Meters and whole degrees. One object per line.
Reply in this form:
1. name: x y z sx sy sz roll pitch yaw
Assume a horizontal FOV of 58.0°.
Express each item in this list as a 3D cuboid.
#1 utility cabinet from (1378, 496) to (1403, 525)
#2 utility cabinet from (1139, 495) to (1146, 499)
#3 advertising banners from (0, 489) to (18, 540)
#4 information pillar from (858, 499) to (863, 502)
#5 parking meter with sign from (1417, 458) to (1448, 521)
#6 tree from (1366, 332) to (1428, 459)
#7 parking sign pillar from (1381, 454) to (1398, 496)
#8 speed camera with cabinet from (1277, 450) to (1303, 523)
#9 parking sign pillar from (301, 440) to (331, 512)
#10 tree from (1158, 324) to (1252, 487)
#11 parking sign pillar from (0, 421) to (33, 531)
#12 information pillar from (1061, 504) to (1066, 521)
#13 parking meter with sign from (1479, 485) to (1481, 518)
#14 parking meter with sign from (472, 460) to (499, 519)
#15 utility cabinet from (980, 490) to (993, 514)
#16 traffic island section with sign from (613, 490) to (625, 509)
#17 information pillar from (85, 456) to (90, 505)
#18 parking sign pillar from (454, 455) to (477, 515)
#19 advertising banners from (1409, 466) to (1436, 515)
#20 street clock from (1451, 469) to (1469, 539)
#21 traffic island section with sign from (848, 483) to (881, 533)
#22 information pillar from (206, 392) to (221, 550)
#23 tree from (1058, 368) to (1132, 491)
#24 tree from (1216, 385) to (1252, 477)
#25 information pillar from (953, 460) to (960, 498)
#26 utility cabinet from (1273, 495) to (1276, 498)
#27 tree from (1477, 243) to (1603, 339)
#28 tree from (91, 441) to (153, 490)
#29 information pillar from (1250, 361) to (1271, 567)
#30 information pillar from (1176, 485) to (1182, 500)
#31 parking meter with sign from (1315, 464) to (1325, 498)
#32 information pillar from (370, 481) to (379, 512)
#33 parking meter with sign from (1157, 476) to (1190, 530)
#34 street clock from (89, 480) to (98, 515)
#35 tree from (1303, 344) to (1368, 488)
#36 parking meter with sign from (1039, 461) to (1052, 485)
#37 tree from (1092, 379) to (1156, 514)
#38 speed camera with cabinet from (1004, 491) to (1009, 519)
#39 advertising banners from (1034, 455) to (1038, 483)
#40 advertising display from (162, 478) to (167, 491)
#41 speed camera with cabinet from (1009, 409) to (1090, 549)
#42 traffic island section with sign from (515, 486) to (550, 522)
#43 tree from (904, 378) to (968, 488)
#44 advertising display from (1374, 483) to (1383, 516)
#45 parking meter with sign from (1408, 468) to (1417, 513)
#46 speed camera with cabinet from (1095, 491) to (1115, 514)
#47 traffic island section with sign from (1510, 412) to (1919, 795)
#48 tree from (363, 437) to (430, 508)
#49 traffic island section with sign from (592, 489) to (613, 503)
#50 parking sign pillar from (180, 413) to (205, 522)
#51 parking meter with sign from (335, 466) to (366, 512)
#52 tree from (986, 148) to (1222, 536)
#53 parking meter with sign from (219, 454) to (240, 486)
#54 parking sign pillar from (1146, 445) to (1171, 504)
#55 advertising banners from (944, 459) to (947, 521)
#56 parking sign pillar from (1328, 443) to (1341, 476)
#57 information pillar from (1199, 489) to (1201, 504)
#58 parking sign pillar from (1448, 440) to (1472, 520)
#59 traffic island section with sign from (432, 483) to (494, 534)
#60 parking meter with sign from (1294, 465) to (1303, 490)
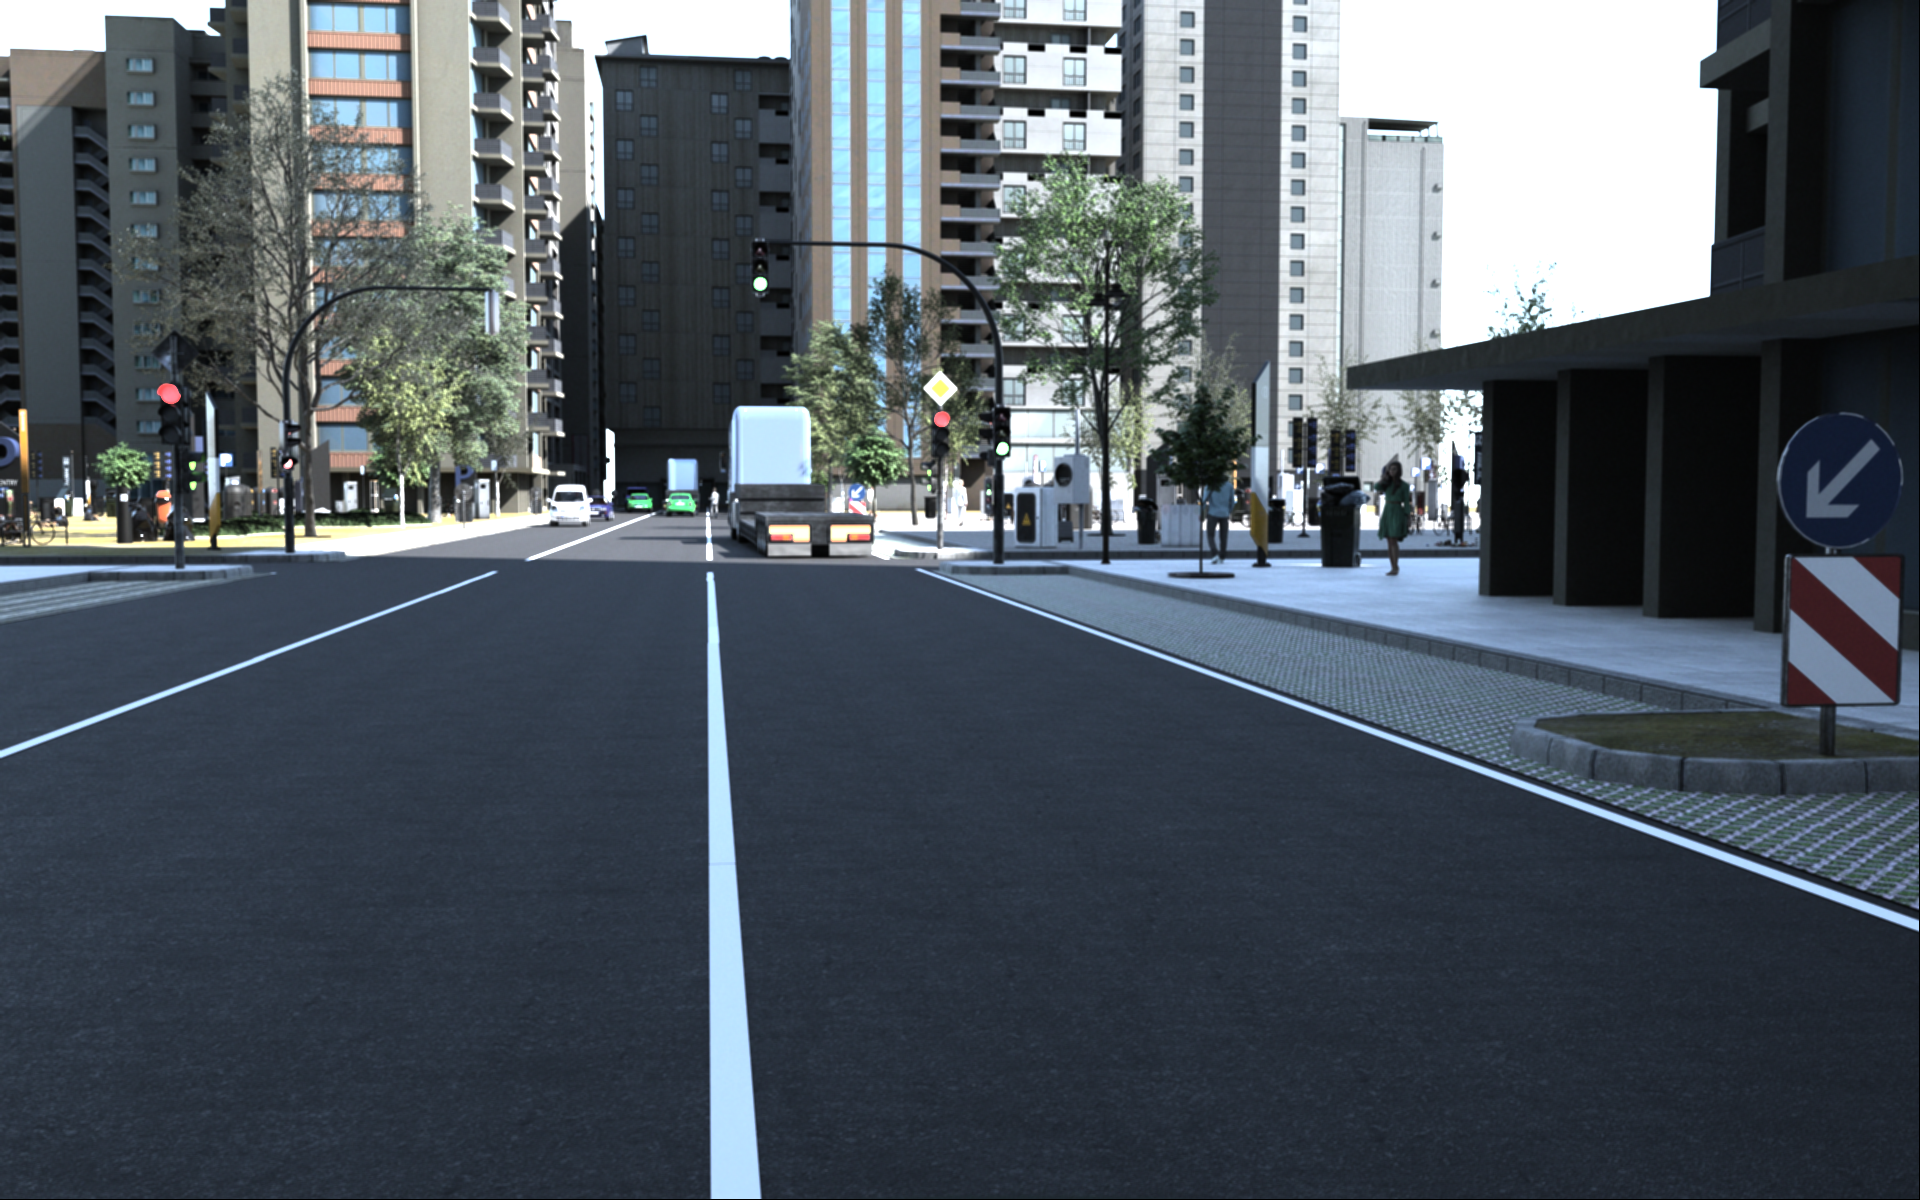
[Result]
1. utility cabinet: 17.983 -3.730 72.148 1.020 1.237 0.306 0 4 1
2. utility cabinet: 11.207 -5.648 103.498 1.020 1.237 0.306 2 4 26
3. advertising banners: -26.414 -3.127 47.321 0.090 3.025 2.074 0 4 3
4. information pillar: -5.247 -5.268 90.624 0.304 2.012 0.304 0 4 2
5. parking meter with sign: 22.891 -5.330 83.411 0.543 3.016 1.738 -1 4 -20
6. tree: 21.087 -7.734 76.809 4.360 8.622 3.978 0 3 0
7. parking sign pillar: 28.556 -7.747 115.138 1.447 3.967 1.447 -3 5 -40
8. speed camera with cabinet: 14.784 -5.075 77.313 0.660 3.252 2.038 -1 4 -10
9. parking sign pillar: -31.841 -5.938 85.558 1.447 3.967 1.447 -3 4 -36
10. tree: 10.730 -7.589 74.445 4.360 8.622 3.978 0 3 0
11. parking sign pillar: -32.305 -4.297 58.732 1.447 3.967 1.447 0 4 8
12. information pillar: 3.378 -3.303 58.495 0.304 2.012 0.304 2 4 28
13. parking meter with sign: 27.975 -5.867 92.179 0.543 3.016 1.738 2 4 31
14. parking meter with sign: -24.429 -5.636 88.417 0.543 3.016 1.738 3 5 40
15. utility cabinet: 1.864 -6.026 107.205 1.173 1.500 0.318 1 4 17
16. traffic island section with sign: -32.916 -9.575 165.180 1.989 1.847 2.006 -1 4 -8
17. information pillar: -54.266 -7.119 107.758 0.183 3.616 0.504 -1 4 -11
18. parking sign pillar: -30.455 -7.233 106.738 1.447 3.967 1.447 0 4 0
19. advertising banners: 28.122 -6.706 105.835 2.074 3.025 0.090 3 5 41
20. street clock: 14.293 -2.753 49.579 0.471 2.002 0.358 1 4 21
21. traffic island section with sign: -3.984 -3.397 64.170 1.989 1.847 2.006 -1 4 -8
22. information pillar: -17.056 -2.949 39.567 0.183 3.616 0.504 -3 5 -44
23. tree: 7.984 -9.080 98.818 4.360 8.622 3.978 0 3 0
24. tree: 17.990 -10.112 115.695 4.737 8.622 4.395 0 3 0
25. information pillar: -0.233 -7.484 113.712 0.504 3.616 0.183 -2 4 -27
26. utility cabinet: 17.135 -5.151 95.382 0.306 1.237 1.020 0 4 -5
27. tree: 16.990 -6.134 50.657 4.737 8.622 4.395 0 3 0
28. tree: -50.992 -7.450 105.520 4.285 4.588 4.351 0 3 0
29. information pillar: 5.269 -2.387 30.380 0.183 3.616 0.504 3 5 40
30. information pillar: 13.509 -6.266 106.934 0.304 2.012 0.304 -1 4 -20
31. parking meter with sign: 20.590 -6.279 98.916 0.543 3.016 1.738 0 4 8
32. information pillar: -31.902 -5.496 94.344 0.304 2.012 0.304 1 4 12
33. parking meter with sign: 7.375 -4.018 61.960 1.738 3.016 0.543 0 4 4
34. street clock: -43.737 -5.071 87.488 0.358 2.002 0.471 0 4 -4
35. tree: 18.862 -8.288 85.871 4.360 8.622 3.978 0 3 0
36. parking meter with sign: 5.002 -5.714 89.686 1.738 3.016 0.543 2 4 30
37. tree: 10.573 -9.740 109.611 4.737 8.622 4.395 0 3 0
38. speed camera with cabinet: 3.108 -5.791 89.023 2.038 3.252 0.660 2 4 34
39. advertising banners: 3.110 -4.902 76.331 0.090 3.025 2.074 1 4 20
40. advertising display: -32.238 -3.977 70.234 0.123 1.923 0.974 -1 4 -23
41. speed camera with cabinet: 2.152 -2.847 40.887 0.660 3.252 2.038 -3 5 -40
42. traffic island section with sign: -21.834 -4.937 89.343 1.989 1.847 2.006 -1 4 -8
43. tree: -1.174 -9.411 104.226 4.360 8.622 3.978 0 3 0
44. advertising display: 24.241 -5.822 100.409 0.123 1.923 0.974 -1 4 -9
45. parking meter with sign: 30.499 -7.394 117.150 0.543 3.016 1.738 0 4 -5
46. speed camera with cabinet: 7.118 -5.938 91.418 2.038 3.252 0.660 1 4 14
47. traffic island section with sign: 4.058 -0.033 9.162 1.989 1.847 2.006 -1 4 -8
48. tree: -28.217 -6.319 87.032 4.285 4.588 4.351 0 3 0
49. traffic island section with sign: -29.018 -7.944 138.507 1.989 1.847 2.006 -1 4 -8
50. parking sign pillar: -25.996 -4.276 58.387 1.447 3.967 1.447 3 5 41
51. parking meter with sign: -37.288 -6.707 105.921 1.738 3.016 0.543 -3 5 -41
52. tree: 4.355 -7.783 53.013 9.928 11.665 9.643 0 3 0
53. parking meter with sign: -31.268 -4.780 74.420 0.543 3.016 1.738 -3 5 -39
54. parking sign pillar: 9.915 -5.970 86.087 1.447 3.967 1.447 3 5 39
55. advertising banners: -0.684 -5.425 84.889 0.090 3.025 2.074 0 4 2
56. parking sign pillar: 15.822 -5.177 73.123 1.447 3.967 1.447 0 4 7
57. information pillar: 10.833 -5.311 78.195 0.183 3.616 0.504 1 4 12
58. parking sign pillar: 24.829 -5.987 86.364 1.447 3.967 1.447 2 4 29
59. traffic island section with sign: -17.931 -3.302 62.608 1.989 1.847 2.006 -1 4 -8
60. parking meter with sign: 19.919 -6.467 102.000 0.543 3.016 1.738 1 4 21
